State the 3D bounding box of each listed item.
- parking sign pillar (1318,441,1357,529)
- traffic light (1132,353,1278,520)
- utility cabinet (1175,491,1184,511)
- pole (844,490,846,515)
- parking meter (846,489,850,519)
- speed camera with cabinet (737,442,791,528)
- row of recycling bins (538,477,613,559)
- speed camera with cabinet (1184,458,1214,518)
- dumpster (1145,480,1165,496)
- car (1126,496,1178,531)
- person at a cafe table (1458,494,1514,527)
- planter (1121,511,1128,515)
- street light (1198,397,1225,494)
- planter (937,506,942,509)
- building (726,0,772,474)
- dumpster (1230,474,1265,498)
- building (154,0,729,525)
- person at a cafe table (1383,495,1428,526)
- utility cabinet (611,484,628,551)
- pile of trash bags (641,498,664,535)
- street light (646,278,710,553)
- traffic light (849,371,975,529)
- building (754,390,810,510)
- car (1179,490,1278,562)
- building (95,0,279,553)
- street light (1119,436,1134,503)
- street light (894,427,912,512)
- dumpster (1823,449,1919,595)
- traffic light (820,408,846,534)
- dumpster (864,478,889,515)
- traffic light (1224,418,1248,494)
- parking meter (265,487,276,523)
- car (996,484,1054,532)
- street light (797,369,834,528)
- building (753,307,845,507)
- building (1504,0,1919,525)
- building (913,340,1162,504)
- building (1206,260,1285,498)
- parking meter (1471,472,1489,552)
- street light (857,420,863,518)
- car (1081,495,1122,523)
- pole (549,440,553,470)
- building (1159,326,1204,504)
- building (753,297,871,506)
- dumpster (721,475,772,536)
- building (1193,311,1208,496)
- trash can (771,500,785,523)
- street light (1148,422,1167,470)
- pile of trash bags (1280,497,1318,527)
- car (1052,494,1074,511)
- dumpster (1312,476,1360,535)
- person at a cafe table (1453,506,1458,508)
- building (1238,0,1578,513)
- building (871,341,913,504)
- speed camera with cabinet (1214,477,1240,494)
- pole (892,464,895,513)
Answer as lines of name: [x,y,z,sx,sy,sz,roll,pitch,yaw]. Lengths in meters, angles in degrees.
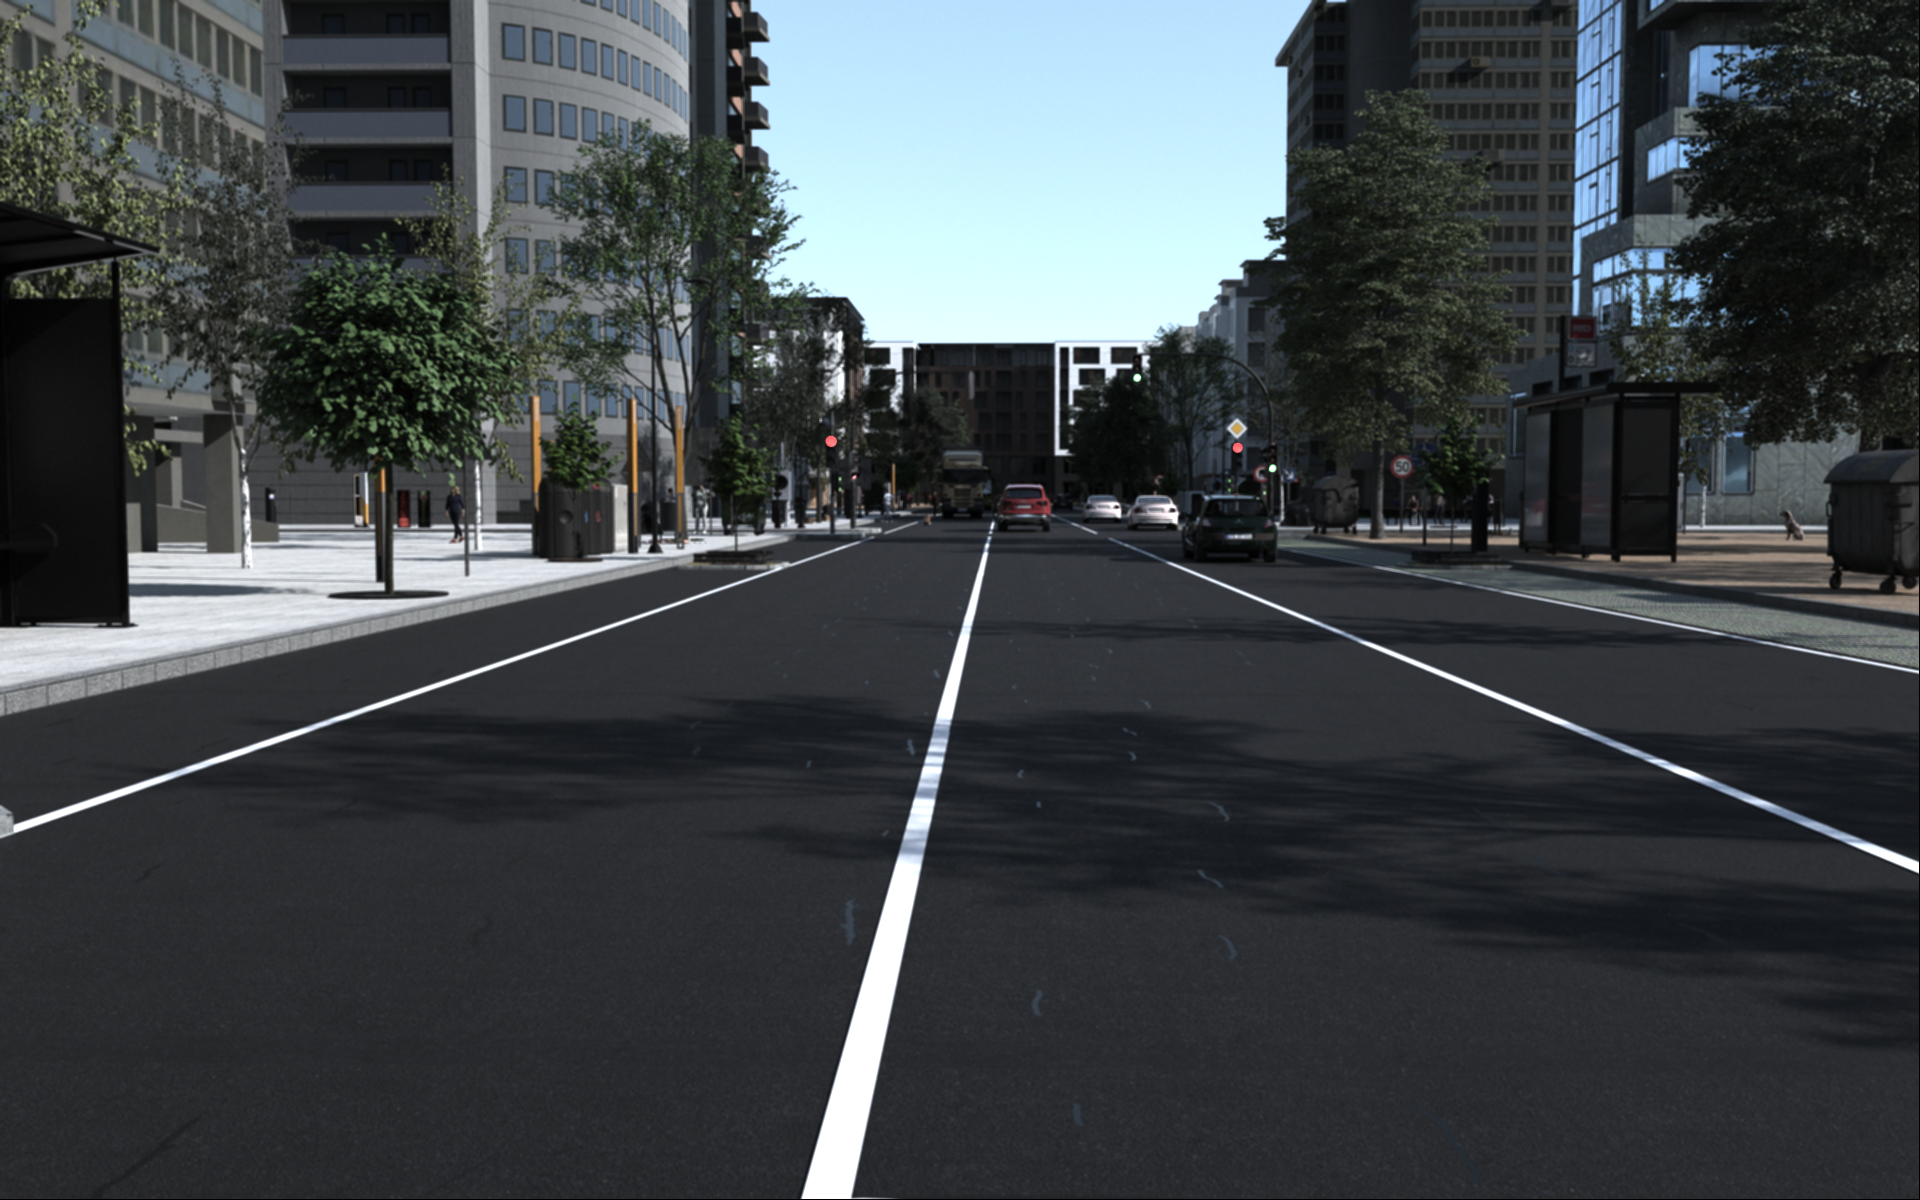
parking sign pillar: [14.012,-4.630,64.172,1.447,3.967,1.447,3,4,36]
traffic light: [7.896,-4.961,55.787,4.771,5.953,1.251,0,4,1]
utility cabinet: [16.218,-7.310,128.190,0.318,1.500,1.173,-1,4,-13]
pole: [-6.937,-6.821,105.373,0.158,3.312,0.155,0,3,0]
parking meter: [-5.724,-4.973,89.719,0.372,1.533,0.369,0,3,0]
speed camera with cabinet: [-7.502,-4.393,66.159,2.038,3.252,0.660,0,4,-1]
row of recycling bins: [-7.996,-1.765,35.977,1.069,1.692,3.534,0,4,2]
speed camera with cabinet: [13.324,-6.143,94.779,2.038,3.252,0.660,-1,4,-20]
dumpster: [14.025,-7.409,123.634,1.502,2.255,1.985,0,4,1]
car: [7.701,-3.486,69.353,2.083,1.381,4.827,0,4,3]
person at a cafe table: [20.866,-3.674,68.579,1.698,1.524,1.622,0,4,5]
planter: [11.441,-5.872,117.145,1.991,0.319,1.994,0,4,1]
street light: [12.084,-6.755,82.986,1.470,5.913,1.316,0,4,1]
planter: [-1.287,-8.869,166.147,1.991,0.319,1.994,0,4,1]
building: [-24.468,-28.114,114.291,22.147,44.769,28.867,0,4,1]
dumpster: [14.193,-5.066,85.330,1.502,2.255,1.985,0,4,1]
building: [-24.139,-33.196,84.753,21.231,58.520,28.212,0,4,1]
person at a cafe table: [18.357,-3.678,70.988,1.698,1.238,1.726,3,5,42]
utility cabinet: [-7.710,-1.857,39.046,0.318,1.500,1.173,0,4,8]
pile of trash bags: [-11.203,-2.824,55.920,3.447,1.369,1.912,3,4,36]
street light: [-6.069,-3.965,37.362,1.470,5.913,1.316,0,4,1]
traffic light: [-1.850,-5.474,64.160,4.771,5.953,1.251,0,4,1]
building: [-17.758,-12.971,154.217,9.099,9.664,28.070,0,4,1]
car: [5.831,-1.706,37.687,2.009,1.686,4.222,0,4,2]
building: [-27.000,-20.761,31.330,23.993,40.220,32.217,0,4,1]
street light: [13.395,-10.169,138.802,1.470,5.913,1.316,0,4,1]
street light: [-4.054,-9.073,120.886,1.470,5.913,1.316,0,4,1]
dumpster: [12.299,-1.030,22.599,1.264,1.857,1.865,0,4,1]
traffic light: [-4.129,-4.114,56.190,0.839,4.253,0.868,0,4,1]
dumpster: [-5.763,-7.216,120.475,1.502,2.255,1.985,0,4,1]
traffic light: [10.174,-4.584,63.863,0.839,4.253,0.868,0,4,1]
parking meter: [-26.263,-3.522,65.991,0.372,1.533,0.369,0,3,0]
car: [2.529,-3.601,67.548,2.281,1.827,5.304,0,4,3]
street light: [-5.392,-5.629,64.581,1.470,5.913,1.316,0,4,1]
building: [-19.505,-19.401,173.631,16.016,20.091,11.380,0,4,1]
building: [42.755,-46.875,79.071,31.000,86.520,22.319,0,4,1]
building: [10.781,-24.498,244.517,32.646,21.610,27.936,0,4,1]
building: [29.692,-17.678,145.462,16.016,20.091,11.380,0,4,1]
parking meter: [11.613,-2.017,38.689,0.255,1.863,0.399,0,4,-5]
street light: [-4.805,-7.331,92.409,1.470,5.913,1.316,0,4,1]
car: [7.044,-4.507,86.057,2.083,1.381,4.827,0,4,3]
pole: [-15.362,-4.362,65.163,0.158,3.312,0.155,0,3,0]
building: [31.705,-19.824,190.585,16.747,18.905,31.486,0,4,1]
building: [-27.652,-21.405,193.946,32.646,21.610,27.936,0,4,1]
dumpster: [-6.720,-3.150,53.988,1.502,2.255,1.985,0,4,1]
building: [29.770,-18.435,157.832,16.016,20.091,11.380,0,4,1]
trash can: [-7.981,-3.942,76.104,0.748,1.137,0.748,0,3,0]
street light: [12.696,-8.466,110.955,1.470,5.913,1.316,0,4,1]
pile of trash bags: [13.907,-3.549,67.771,1.912,1.369,3.447,-1,4,-12]
car: [9.024,-8.688,151.833,2.009,1.686,4.222,0,4,3]
dumpster: [12.048,-3.041,55.485,1.264,1.857,1.865,0,4,1]
person at a cafe table: [23.015,-4.226,77.606,1.698,1.524,1.622,0,3,0]
building: [36.976,-26.554,126.031,32.217,40.220,23.993,0,4,1]
building: [-22.055,-24.553,245.412,32.646,21.610,27.936,0,4,1]
speed camera with cabinet: [14.263,-5.909,90.942,0.660,3.252,2.038,3,4,36]
pole: [-4.514,-7.527,116.911,0.158,3.312,0.155,0,3,0]
